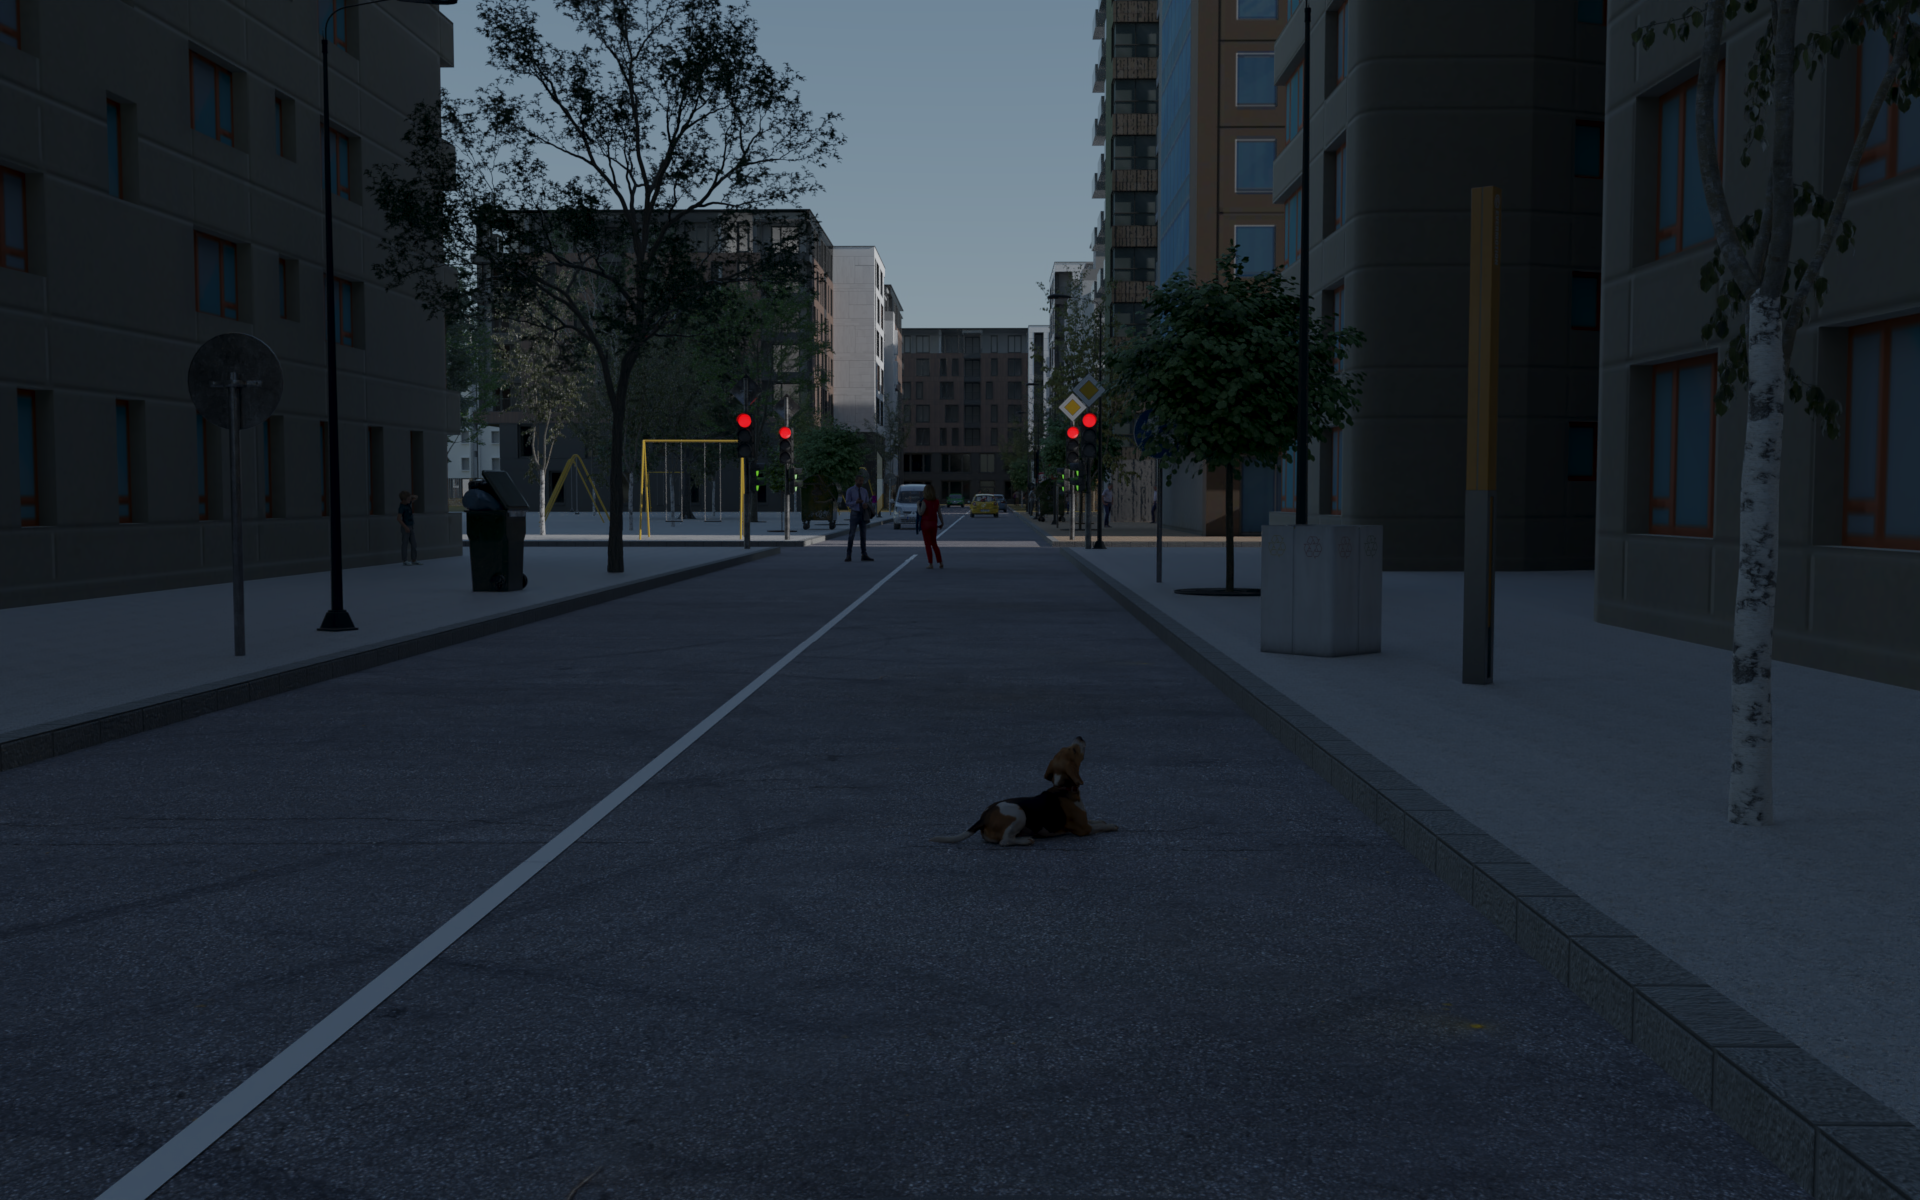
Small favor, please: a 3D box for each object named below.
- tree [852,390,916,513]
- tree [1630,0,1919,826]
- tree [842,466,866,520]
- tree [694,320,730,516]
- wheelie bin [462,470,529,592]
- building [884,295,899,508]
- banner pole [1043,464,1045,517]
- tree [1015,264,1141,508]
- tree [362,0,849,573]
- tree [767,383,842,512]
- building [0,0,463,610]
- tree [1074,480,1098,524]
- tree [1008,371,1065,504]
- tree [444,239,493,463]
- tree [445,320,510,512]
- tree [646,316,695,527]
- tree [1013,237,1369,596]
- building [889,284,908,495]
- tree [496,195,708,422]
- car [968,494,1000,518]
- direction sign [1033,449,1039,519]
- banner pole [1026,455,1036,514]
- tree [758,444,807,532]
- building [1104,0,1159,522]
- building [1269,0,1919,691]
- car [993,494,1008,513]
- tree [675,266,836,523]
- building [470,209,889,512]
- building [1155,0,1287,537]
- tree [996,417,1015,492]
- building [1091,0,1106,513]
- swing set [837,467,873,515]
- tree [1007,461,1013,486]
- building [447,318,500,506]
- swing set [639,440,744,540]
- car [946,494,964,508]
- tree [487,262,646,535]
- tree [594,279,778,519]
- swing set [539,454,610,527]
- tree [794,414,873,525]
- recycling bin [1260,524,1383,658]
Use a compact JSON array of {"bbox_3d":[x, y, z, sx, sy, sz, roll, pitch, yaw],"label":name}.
[{"bbox_3d":[-5.041,-10.378,120.037,4.360,8.622,3.978,0,3,0],"label":"tree"},{"bbox_3d":[3.327,-3.433,6.497,4.360,8.622,3.978,0,3,0],"label":"tree"},{"bbox_3d":[-5.173,-5.519,84.833,1.663,3.219,1.824,0,3,0],"label":"tree"},{"bbox_3d":[-11.320,-7.190,67.922,4.360,8.622,3.978,0,3,0],"label":"tree"},{"bbox_3d":[-6.158,-0.917,22.909,0.693,1.594,0.980,1,4,13],"label":"wheelie bin"},{"bbox_3d":[-13.794,-18.731,162.668,16.016,20.091,11.380,0,4,1],"label":"building"},{"bbox_3d":[4.735,-6.439,95.299,0.401,3.779,0.863,2,4,28],"label":"banner pole"},{"bbox_3d":[4.162,-6.409,55.153,4.737,8.622,4.395,0,3,0],"label":"tree"},{"bbox_3d":[-5.711,-5.708,27.737,8.767,10.594,7.601,0,4,6],"label":"tree"},{"bbox_3d":[-9.753,-9.759,109.922,4.737,8.622,4.395,0,3,0],"label":"tree"},{"bbox_3d":[-25.053,-10.817,21.897,28.899,21.520,27.650,0,4,1],"label":"building"},{"bbox_3d":[5.356,-4.855,73.988,1.663,3.219,1.824,0,3,0],"label":"tree"},{"bbox_3d":[5.127,-9.355,103.309,4.360,8.622,3.978,0,3,0],"label":"tree"},{"bbox_3d":[-23.529,-9.956,69.433,9.857,13.997,8.962,0,3,0],"label":"tree"},{"bbox_3d":[-27.876,-10.225,92.938,9.928,11.665,9.643,0,3,0],"label":"tree"},{"bbox_3d":[-11.668,-6.779,61.200,4.360,8.622,3.978,0,3,0],"label":"tree"},{"bbox_3d":[3.456,-2.363,22.355,4.285,4.588,4.351,0,3,0],"label":"tree"},{"bbox_3d":[-22.753,-20.736,183.005,32.646,21.610,27.936,0,4,1],"label":"building"},{"bbox_3d":[-23.488,-15.623,111.327,12.611,20.169,13.585,0,3,0],"label":"tree"},{"bbox_3d":[1.484,-5.914,106.910,2.015,1.641,3.980,0,4,-1],"label":"car"},{"bbox_3d":[3.852,-5.838,87.445,0.379,3.537,0.876,1,4,18],"label":"direction sign"},{"bbox_3d":[4.605,-7.432,111.528,0.863,3.779,0.401,3,5,44],"label":"banner pole"},{"bbox_3d":[-5.972,-3.898,58.341,1.663,3.219,1.824,0,3,0],"label":"tree"},{"bbox_3d":[14.081,-19.206,85.725,14.160,30.474,14.107,0,4,1],"label":"building"},{"bbox_3d":[20.286,-10.845,22.358,27.650,21.520,28.899,0,4,1],"label":"building"},{"bbox_3d":[2.783,-7.548,135.419,2.014,1.417,4.499,0,4,1],"label":"car"},{"bbox_3d":[-9.211,-9.320,78.140,9.928,11.665,9.643,0,3,0],"label":"tree"},{"bbox_3d":[-20.970,-18.153,140.773,27.936,21.610,32.646,0,4,1],"label":"building"},{"bbox_3d":[14.222,-24.899,57.211,14.200,45.320,14.600,0,4,1],"label":"building"},{"bbox_3d":[5.586,-12.938,161.904,4.737,8.622,4.395,0,3,0],"label":"tree"},{"bbox_3d":[19.746,-29.828,107.302,23.786,49.044,30.456,0,4,1],"label":"building"},{"bbox_3d":[-6.662,-6.380,101.940,3.119,2.851,2.862,2,4,32],"label":"swing set"},{"bbox_3d":[4.243,-4.743,61.261,4.285,4.588,4.351,0,3,0],"label":"tree"},{"bbox_3d":[-56.458,-20.339,188.957,11.380,20.091,16.016,0,4,1],"label":"building"},{"bbox_3d":[-7.852,-3.215,50.193,3.119,2.851,2.862,0,4,-5],"label":"swing set"},{"bbox_3d":[-0.467,-10.752,184.598,1.959,1.807,4.718,0,4,2],"label":"car"},{"bbox_3d":[-12.885,-6.341,54.034,4.360,8.622,3.978,0,3,0],"label":"tree"},{"bbox_3d":[-14.010,-10.528,89.144,9.611,12.733,9.660,0,3,0],"label":"tree"},{"bbox_3d":[-15.338,-4.385,69.314,2.862,2.851,3.119,-1,4,-11],"label":"swing set"},{"bbox_3d":[-5.240,-5.374,71.572,4.285,4.588,4.351,0,3,0],"label":"tree"},{"bbox_3d":[2.927,-0.090,14.031,0.722,1.027,0.722,-3,5,-42],"label":"recycling bin"}]
